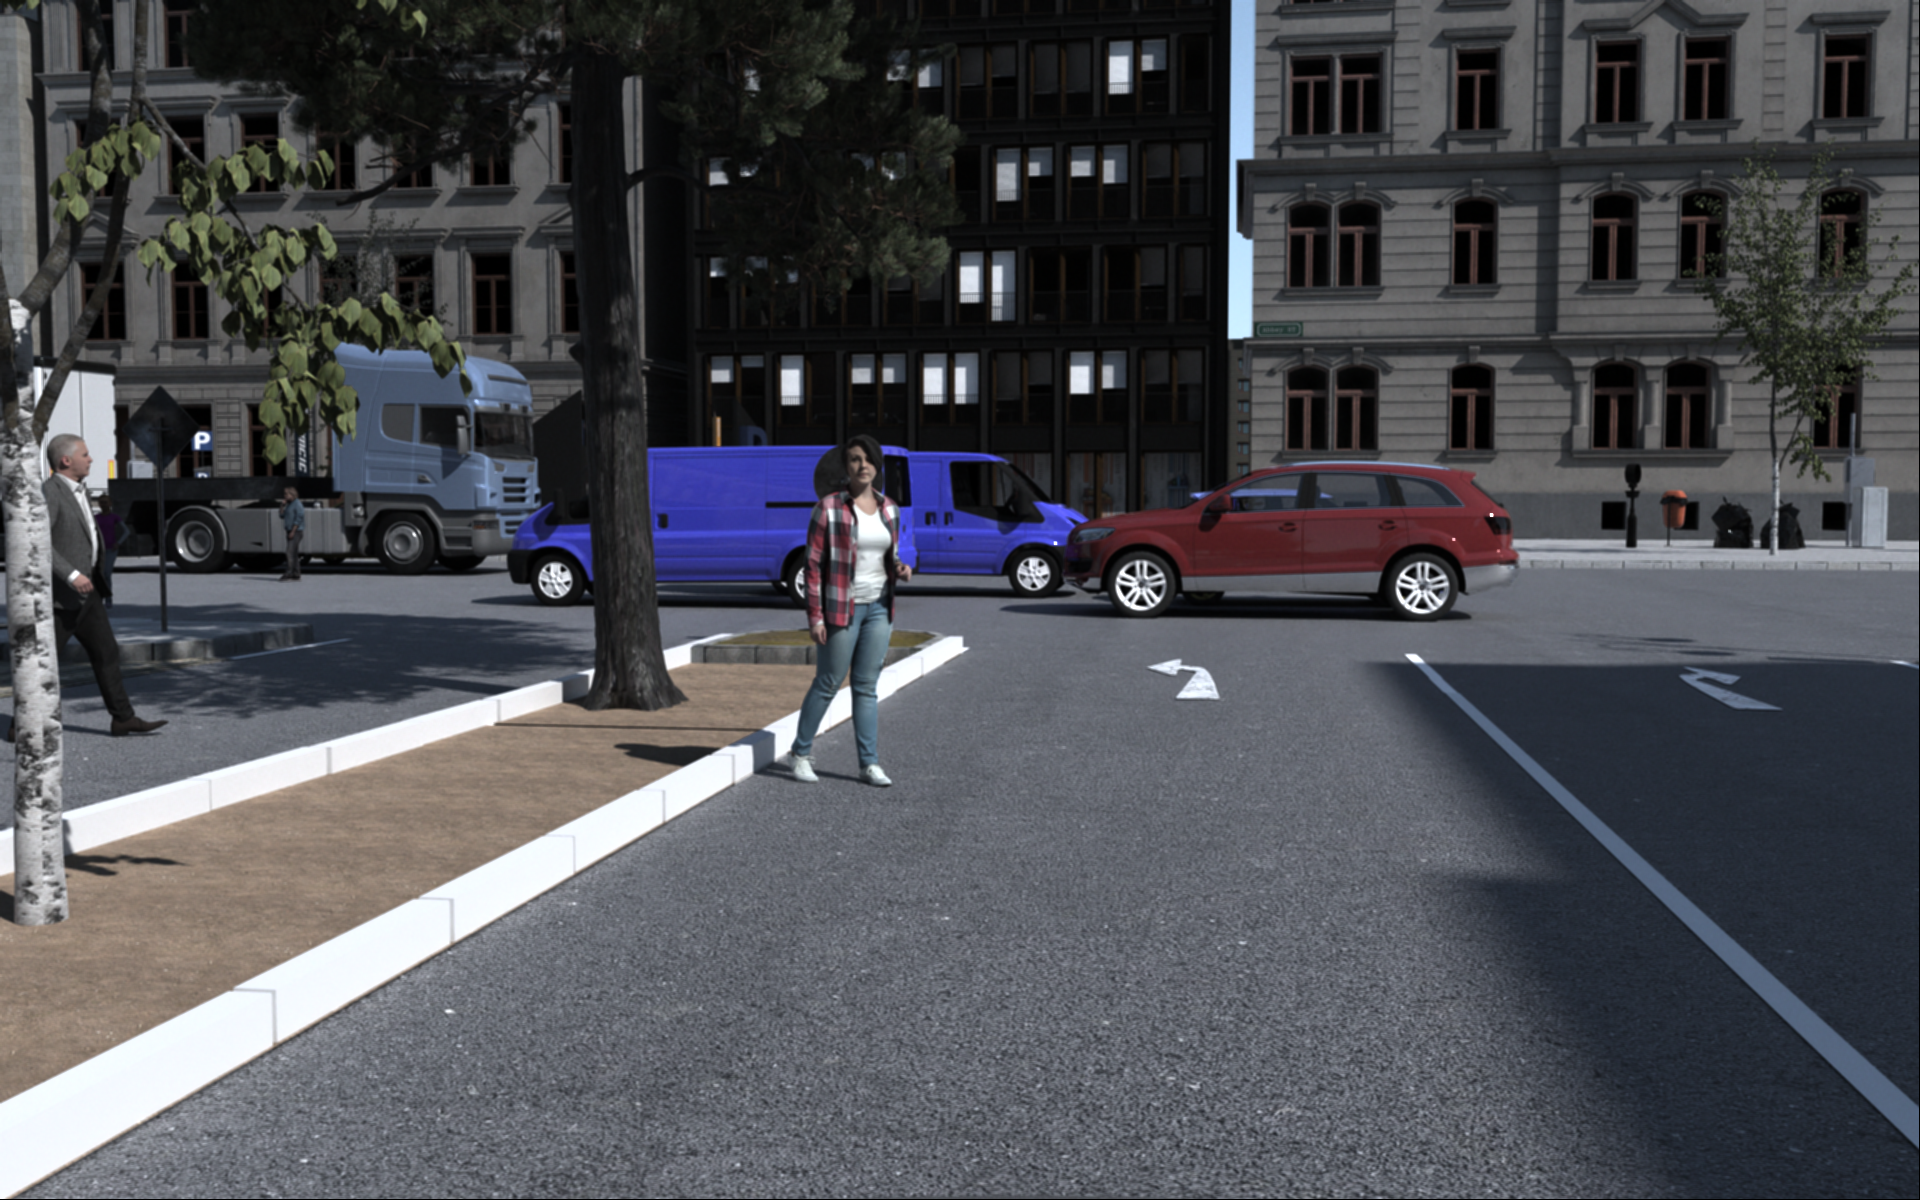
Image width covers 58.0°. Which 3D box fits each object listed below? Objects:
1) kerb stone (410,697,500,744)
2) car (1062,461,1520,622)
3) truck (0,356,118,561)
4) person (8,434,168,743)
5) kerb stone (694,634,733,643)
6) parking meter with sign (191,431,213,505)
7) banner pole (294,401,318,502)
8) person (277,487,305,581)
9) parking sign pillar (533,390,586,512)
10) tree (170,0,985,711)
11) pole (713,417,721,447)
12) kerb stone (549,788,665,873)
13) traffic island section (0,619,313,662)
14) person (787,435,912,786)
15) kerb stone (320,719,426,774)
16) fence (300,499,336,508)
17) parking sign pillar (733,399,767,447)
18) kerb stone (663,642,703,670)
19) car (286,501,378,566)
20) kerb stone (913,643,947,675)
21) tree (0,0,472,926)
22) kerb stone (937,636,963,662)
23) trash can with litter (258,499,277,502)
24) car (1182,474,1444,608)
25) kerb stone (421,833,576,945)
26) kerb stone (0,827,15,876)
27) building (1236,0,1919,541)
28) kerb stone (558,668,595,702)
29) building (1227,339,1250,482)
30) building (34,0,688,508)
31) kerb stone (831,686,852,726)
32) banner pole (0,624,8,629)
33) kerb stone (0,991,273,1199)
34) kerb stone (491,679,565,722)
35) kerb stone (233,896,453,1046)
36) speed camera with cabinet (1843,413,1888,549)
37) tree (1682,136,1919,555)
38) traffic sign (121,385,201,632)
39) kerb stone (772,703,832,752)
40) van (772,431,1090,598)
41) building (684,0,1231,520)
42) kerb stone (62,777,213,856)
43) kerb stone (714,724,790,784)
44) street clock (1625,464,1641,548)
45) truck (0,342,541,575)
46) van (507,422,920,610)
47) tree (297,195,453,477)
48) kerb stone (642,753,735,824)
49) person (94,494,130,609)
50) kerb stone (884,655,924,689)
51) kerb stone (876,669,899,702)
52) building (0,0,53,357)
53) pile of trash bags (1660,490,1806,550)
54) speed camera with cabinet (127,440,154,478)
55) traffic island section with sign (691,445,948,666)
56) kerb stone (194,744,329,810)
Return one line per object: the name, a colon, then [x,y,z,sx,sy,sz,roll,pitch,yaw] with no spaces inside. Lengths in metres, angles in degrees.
kerb stone: [-3.027,0.730,10.321,0.120,0.150,1.000,1,4,9]
car: [3.867,-0.728,20.577,5.304,1.827,2.281,1,4,10]
truck: [-23.916,-2.947,37.105,11.283,4.237,2.839,1,4,8]
person: [-5.097,-0.071,10.058,0.834,1.777,0.661,-1,4,-12]
kerb stone: [-2.206,0.416,15.386,0.120,0.150,1.000,1,4,9]
parking meter with sign: [-20.603,-3.108,47.083,0.543,3.016,1.738,-1,4,-22]
banner pole: [-14.710,-3.000,39.068,0.401,3.779,0.863,1,4,23]
person: [-10.973,-1.085,28.457,0.429,1.552,0.499,-1,4,-13]
parking sign pillar: [-10.409,-3.461,45.056,1.447,3.967,1.447,0,4,7]
tree: [-2.391,-6.216,11.516,7.806,13.903,7.818,0,3,0]
pole: [-6.438,-3.184,45.901,0.158,3.312,0.155,0,3,0]
kerb stone: [-1.426,0.930,7.013,0.120,0.150,1.000,1,4,9]
traffic island section: [-7.427,0.377,16.125,2.009,0.180,2.903,1,4,9]
person: [-0.539,0.047,8.575,0.563,1.720,0.643,-3,4,-36]
kerb stone: [-3.174,0.791,9.307,0.120,0.150,1.000,1,4,9]
fence: [-17.643,-2.217,47.451,0.480,1.192,2.264,1,4,9]
parking sign pillar: [-6.003,-3.751,49.806,1.447,3.967,1.447,2,4,25]
kerb stone: [-2.362,0.484,14.373,0.120,0.150,1.000,1,4,9]
car: [-11.913,-1.514,34.976,3.980,1.641,2.015,0,4,8]
kerb stone: [-0.270,0.494,14.126,0.120,0.150,1.000,1,4,9]
tree: [-3.066,-3.209,5.287,4.737,8.622,4.395,0,3,0]
kerb stone: [-0.113,0.434,15.143,0.120,0.150,1.000,1,4,9]
trash can with litter: [-19.408,-2.286,48.767,0.624,1.170,1.055,-2,4,-25]
car: [4.479,-0.802,22.712,3.694,1.707,1.945,0,4,8]
kerb stone: [-1.585,0.991,6.000,0.120,0.150,1.000,1,4,9]
kerb stone: [-3.665,0.978,6.270,0.120,0.150,1.000,1,4,9]
building: [20.284,-16.290,53.730,23.554,28.519,14.401,1,4,9]
kerb stone: [-2.689,0.602,12.346,0.120,0.150,1.000,1,4,9]
building: [28.735,-23.045,221.831,28.899,21.520,27.650,1,4,9]
building: [-18.531,-13.597,58.476,21.152,22.565,11.583,1,4,9]
kerb stone: [-0.770,0.682,11.067,0.120,0.150,1.000,1,4,9]
banner pole: [-9.472,-1.620,16.504,0.863,3.779,0.401,1,4,12]
kerb stone: [-1.910,1.116,3.977,0.120,0.150,1.000,1,4,9]
kerb stone: [-2.851,0.665,11.330,0.120,0.150,1.000,1,4,9]
kerb stone: [-1.750,1.053,4.989,0.120,0.150,1.000,1,4,9]
speed camera with cabinet: [21.809,-2.897,41.697,0.660,3.252,2.038,1,4,16]
tree: [17.300,-5.239,36.016,4.737,8.622,4.395,0,3,0]
traffic sign: [-7.402,-0.759,16.059,0.795,2.450,0.064,1,4,9]
kerb stone: [-0.932,0.743,10.055,0.120,0.150,1.000,1,4,9]
van: [-0.594,-1.252,24.847,5.245,2.365,2.240,1,4,8]
building: [0.665,-13.838,55.923,15.834,23.373,12.332,1,4,9]
kerb stone: [-3.502,0.912,7.281,0.120,0.150,1.000,1,4,9]
kerb stone: [-1.089,0.805,9.043,0.120,0.150,1.000,1,4,9]
street clock: [16.074,-2.253,41.406,0.358,2.002,0.471,3,5,41]
truck: [-16.520,-2.614,32.504,18.799,4.110,2.967,1,4,9]
van: [-3.241,-1.107,22.487,5.245,2.365,2.240,1,4,11]
tree: [-14.907,-5.694,43.456,4.360,8.622,3.978,0,3,0]
kerb stone: [-1.259,0.869,8.024,0.120,0.150,1.000,1,4,9]
person: [-10.338,-0.561,20.915,0.726,1.435,0.776,-1,4,-16]
kerb stone: [-0.440,0.558,13.099,0.120,0.150,1.000,1,4,9]
kerb stone: [-0.599,0.625,12.081,0.120,0.150,1.000,1,4,9]
building: [-37.296,-12.649,61.556,16.860,20.320,10.420,1,4,9]
pile of trash bags: [18.507,-1.947,41.587,1.912,1.369,3.447,-3,5,-42]
speed camera with cabinet: [-22.218,-3.235,47.228,0.660,3.252,2.038,-2,4,-33]
traffic island section with sign: [-1.129,-0.441,15.354,2.006,1.907,1.989,1,4,9]
kerb stone: [-3.349,0.851,8.294,0.120,0.150,1.000,1,4,9]
